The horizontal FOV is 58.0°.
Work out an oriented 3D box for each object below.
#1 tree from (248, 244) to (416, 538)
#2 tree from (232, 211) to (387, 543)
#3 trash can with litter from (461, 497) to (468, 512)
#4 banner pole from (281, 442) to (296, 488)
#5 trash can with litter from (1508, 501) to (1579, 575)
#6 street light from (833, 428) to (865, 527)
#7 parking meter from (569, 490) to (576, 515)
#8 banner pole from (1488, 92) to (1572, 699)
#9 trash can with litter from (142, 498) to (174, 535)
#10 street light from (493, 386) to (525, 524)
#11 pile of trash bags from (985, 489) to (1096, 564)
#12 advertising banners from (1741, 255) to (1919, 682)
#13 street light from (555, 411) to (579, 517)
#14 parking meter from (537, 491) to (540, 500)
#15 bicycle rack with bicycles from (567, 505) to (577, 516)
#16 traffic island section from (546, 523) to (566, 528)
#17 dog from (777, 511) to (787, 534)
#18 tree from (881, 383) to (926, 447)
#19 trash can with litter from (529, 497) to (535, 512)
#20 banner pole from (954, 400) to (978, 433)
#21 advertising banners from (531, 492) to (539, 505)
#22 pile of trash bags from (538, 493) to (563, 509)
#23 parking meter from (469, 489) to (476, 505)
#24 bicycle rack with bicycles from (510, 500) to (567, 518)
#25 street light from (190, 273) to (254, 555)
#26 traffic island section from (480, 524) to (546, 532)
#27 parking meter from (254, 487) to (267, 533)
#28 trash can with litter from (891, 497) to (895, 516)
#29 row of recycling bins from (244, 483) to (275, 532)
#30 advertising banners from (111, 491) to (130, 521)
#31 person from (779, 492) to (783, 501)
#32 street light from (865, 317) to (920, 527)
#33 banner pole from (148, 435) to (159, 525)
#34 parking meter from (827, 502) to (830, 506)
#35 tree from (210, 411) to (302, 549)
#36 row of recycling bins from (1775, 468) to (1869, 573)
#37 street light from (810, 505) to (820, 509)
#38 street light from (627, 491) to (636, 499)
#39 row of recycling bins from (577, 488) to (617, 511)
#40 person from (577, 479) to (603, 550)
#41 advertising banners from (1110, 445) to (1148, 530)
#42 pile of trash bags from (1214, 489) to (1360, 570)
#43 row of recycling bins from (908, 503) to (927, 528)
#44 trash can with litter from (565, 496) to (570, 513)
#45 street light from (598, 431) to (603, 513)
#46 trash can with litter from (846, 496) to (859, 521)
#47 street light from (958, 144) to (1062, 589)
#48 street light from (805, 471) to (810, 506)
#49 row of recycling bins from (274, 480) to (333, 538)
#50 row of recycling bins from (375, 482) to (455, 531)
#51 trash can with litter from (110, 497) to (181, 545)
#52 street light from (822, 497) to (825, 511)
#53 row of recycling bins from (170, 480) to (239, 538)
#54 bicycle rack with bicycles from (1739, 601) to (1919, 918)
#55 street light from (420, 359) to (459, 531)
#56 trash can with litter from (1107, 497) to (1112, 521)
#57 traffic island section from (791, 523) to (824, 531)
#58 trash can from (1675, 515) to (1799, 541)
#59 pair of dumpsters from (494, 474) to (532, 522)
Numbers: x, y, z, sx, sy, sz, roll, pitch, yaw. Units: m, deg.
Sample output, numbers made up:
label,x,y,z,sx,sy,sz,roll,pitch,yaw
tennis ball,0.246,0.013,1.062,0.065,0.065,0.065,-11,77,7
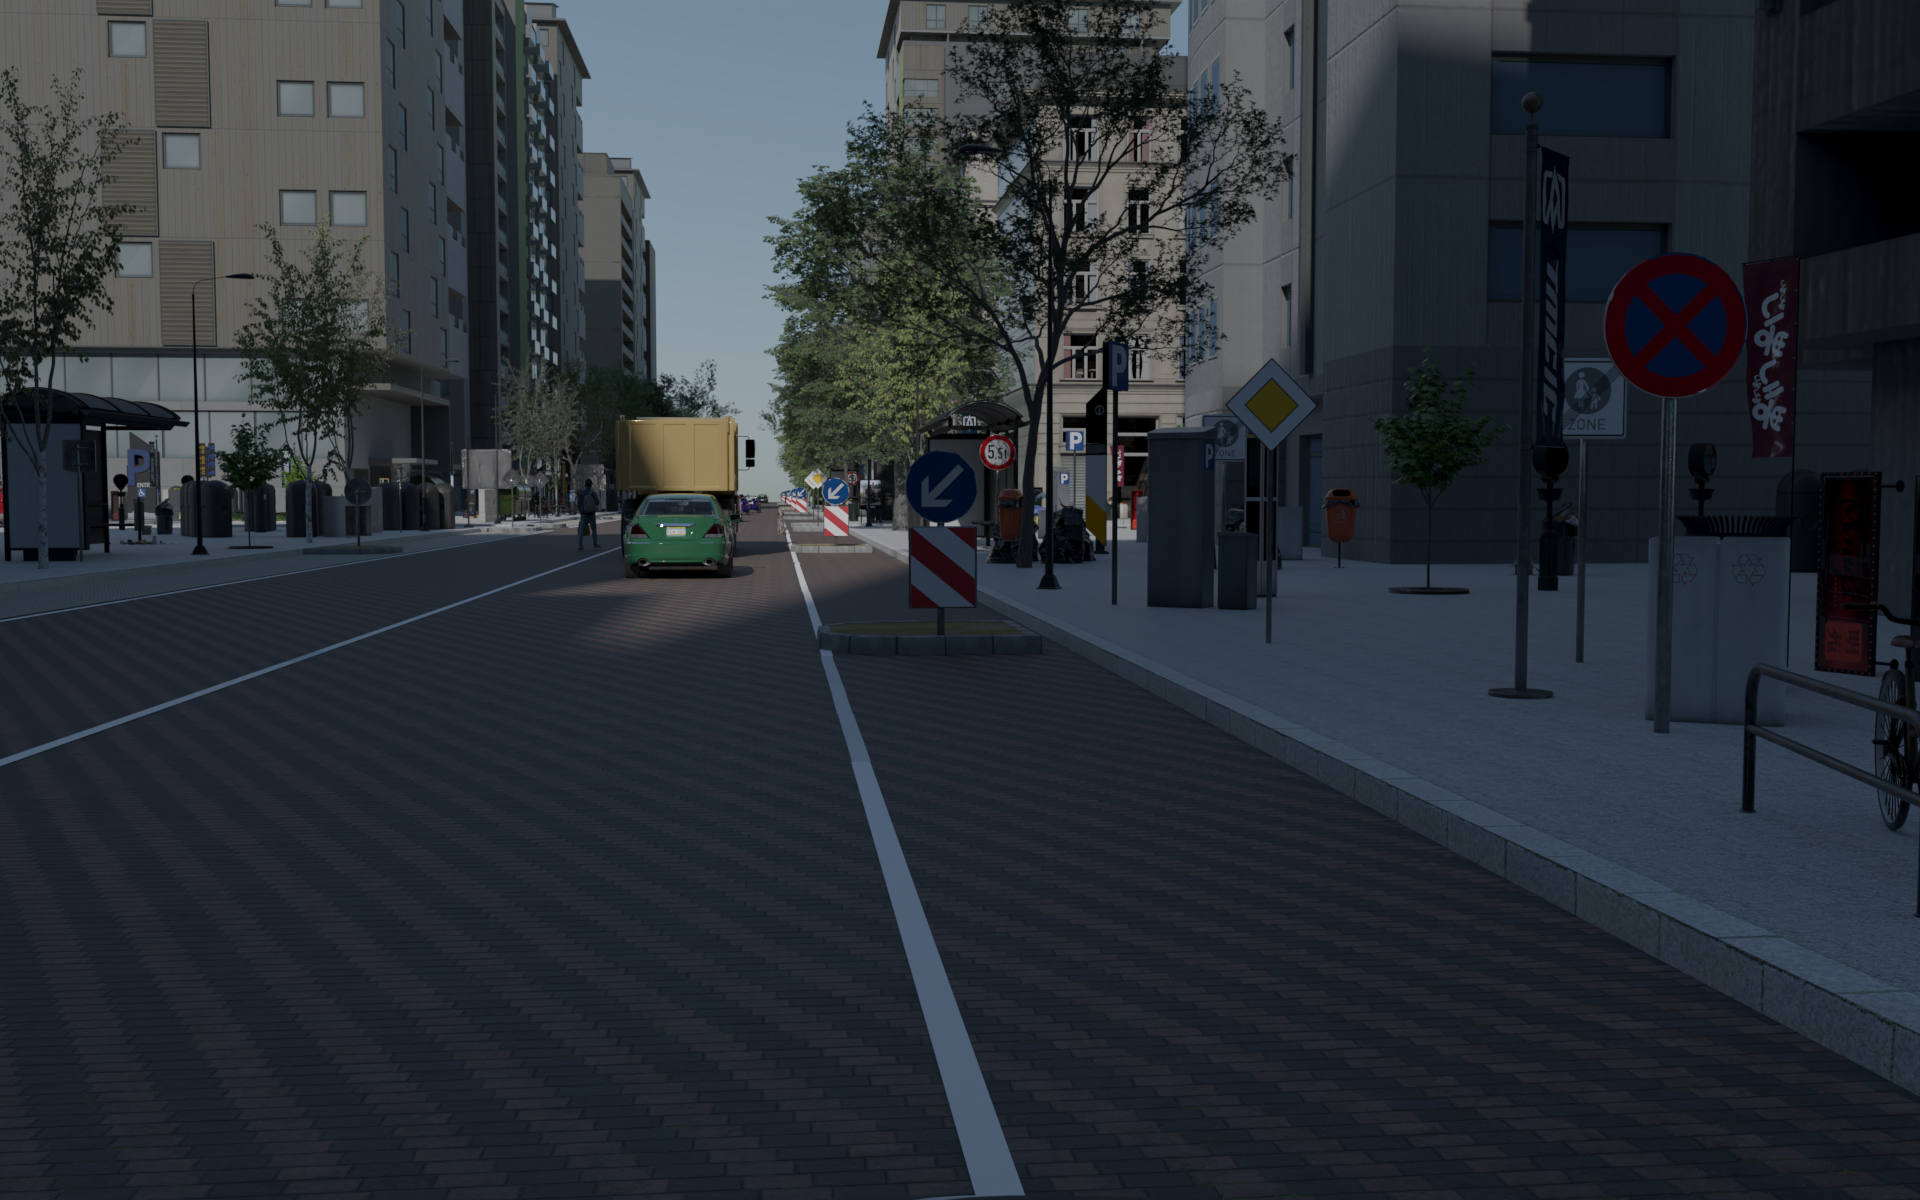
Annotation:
label,x,y,z,sx,sy,sz,roll,pitch,yaw
tree,-18.024,-6.103,50.145,4.360,8.622,3.978,0,3,0
tree,-17.195,-5.822,45.546,4.737,8.622,4.395,0,3,0
trash can with litter,-35.095,-6.831,123.079,1.055,1.170,0.624,2,4,34
banner pole,-32.487,-5.748,83.990,0.863,3.779,0.401,-1,4,-8
trash can with litter,9.215,-0.976,27.349,1.055,1.170,0.624,1,4,20
street light,-4.115,-5.828,67.836,1.470,5.913,1.316,0,4,-6
parking meter,-23.253,-5.847,104.010,0.372,1.533,0.369,0,3,0
banner pole,3.715,-1.288,11.080,0.401,3.779,0.863,3,5,40
trash can with litter,-25.365,-2.645,54.636,1.055,1.170,0.624,-1,4,-20
street light,-19.439,-6.251,74.745,1.470,5.913,1.316,0,4,-6
pile of trash bags,1.354,-1.364,32.058,1.912,1.369,3.447,1,4,17
advertising banners,6.327,-0.982,12.251,0.090,3.025,2.074,-1,4,-23
street light,-22.027,-7.615,97.038,1.470,5.913,1.316,0,4,-6
parking meter,-33.617,-7.926,137.997,0.372,1.533,0.369,0,3,0
bicycle rack with bicycles,-24.197,-5.413,101.880,2.925,0.926,2.852,-1,4,-16
traffic island section,-18.059,-3.194,74.509,2.009,0.180,2.903,0,4,-6
dog,-6.508,-2.781,62.312,0.513,0.831,0.800,2,4,27
tree,-3.300,-9.582,107.028,4.360,8.622,3.978,0,3,0
trash can with litter,-30.381,-6.868,123.681,1.055,1.170,0.624,-2,4,-23
banner pole,0.111,-3.429,46.081,0.863,3.779,0.401,-2,4,-24
advertising banners,-31.513,-7.887,125.135,2.074,3.025,0.090,-1,4,-11
pile of trash bags,-31.353,-7.398,130.717,3.447,1.369,1.912,0,4,2
parking meter,-27.550,-5.628,97.731,0.399,1.863,0.255,-2,4,-29
bicycle rack with bicycles,-22.871,-4.816,92.131,2.852,0.926,2.925,0,4,3
street light,-15.545,-3.914,36.527,1.470,5.913,1.316,0,4,-6
traffic island section,-17.208,-2.709,66.569,2.009,0.180,2.903,0,4,-6
parking meter,-23.359,-3.021,57.808,0.372,1.533,0.369,0,3,0
trash can with litter,-2.460,-3.917,75.429,1.055,1.170,0.624,1,4,12
row of recycling bins,-24.479,-3.272,60.607,1.069,1.692,3.534,-1,4,-20
advertising banners,-40.438,-5.303,82.889,0.090,3.025,2.074,1,4,16
person,-30.248,-17.406,293.907,1.217,1.723,0.721,1,4,12
street light,-1.656,-4.465,45.538,1.470,5.913,1.316,0,4,-6
banner pole,-33.780,-5.054,72.651,0.401,3.779,0.863,0,4,3
parking meter,-8.666,-6.562,115.698,0.372,1.533,0.369,0,3,0
tree,-16.860,-2.826,40.811,1.663,3.219,1.824,0,3,0
row of recycling bins,15.014,-1.265,27.798,3.534,1.692,1.069,2,4,30
street light,-8.239,-8.132,105.493,1.470,5.913,1.316,0,4,-6
street light,-26.688,-10.344,141.662,1.470,5.913,1.316,0,4,-6
row of recycling bins,-27.097,-7.390,127.947,3.534,1.692,1.069,0,4,-5
person,-9.525,-2.185,44.209,0.794,1.824,0.713,2,4,31
advertising banners,6.354,-4.009,61.735,2.074,3.025,0.090,1,4,15
pile of trash bags,5.164,-1.241,30.042,3.447,1.369,1.912,1,4,10
row of recycling bins,-0.809,-2.546,48.741,1.069,1.692,3.534,1,4,10
trash can with litter,-25.989,-6.432,116.547,0.624,1.170,1.055,3,4,36
street light,-24.274,-8.980,119.359,1.470,5.913,1.316,0,4,-6
trash can with litter,-5.040,-4.270,81.199,0.624,1.170,1.055,0,4,-3
street light,0.669,-3.100,23.225,1.470,5.913,1.316,0,4,-6
street light,-10.584,-9.496,127.803,1.470,5.913,1.316,0,4,-6
row of recycling bins,-19.864,-2.794,52.798,1.069,1.692,3.534,-1,4,-10
row of recycling bins,-19.476,-3.360,62.050,1.069,1.692,3.534,2,4,28
trash can with litter,-21.033,-2.052,44.602,1.678,1.210,2.233,-2,4,-27
street light,-5.695,-6.736,82.679,1.470,5.913,1.316,0,4,-6
row of recycling bins,-22.769,-2.755,52.163,1.069,1.692,3.534,-2,4,-35
bicycle rack with bicycles,4.081,0.445,6.107,2.852,0.926,2.925,1,4,9
street light,-17.886,-5.319,59.502,1.470,5.913,1.316,0,4,-6
trash can with litter,7.140,-4.418,83.626,0.624,1.170,1.055,-2,4,-34
traffic island section,-5.533,-2.785,67.811,2.009,0.180,2.903,0,4,-6
trash can,5.105,0.014,11.431,0.748,1.137,0.748,0,3,0
pair of dumpsters,-21.443,-4.886,82.384,1.574,2.255,4.437,0,4,-6
